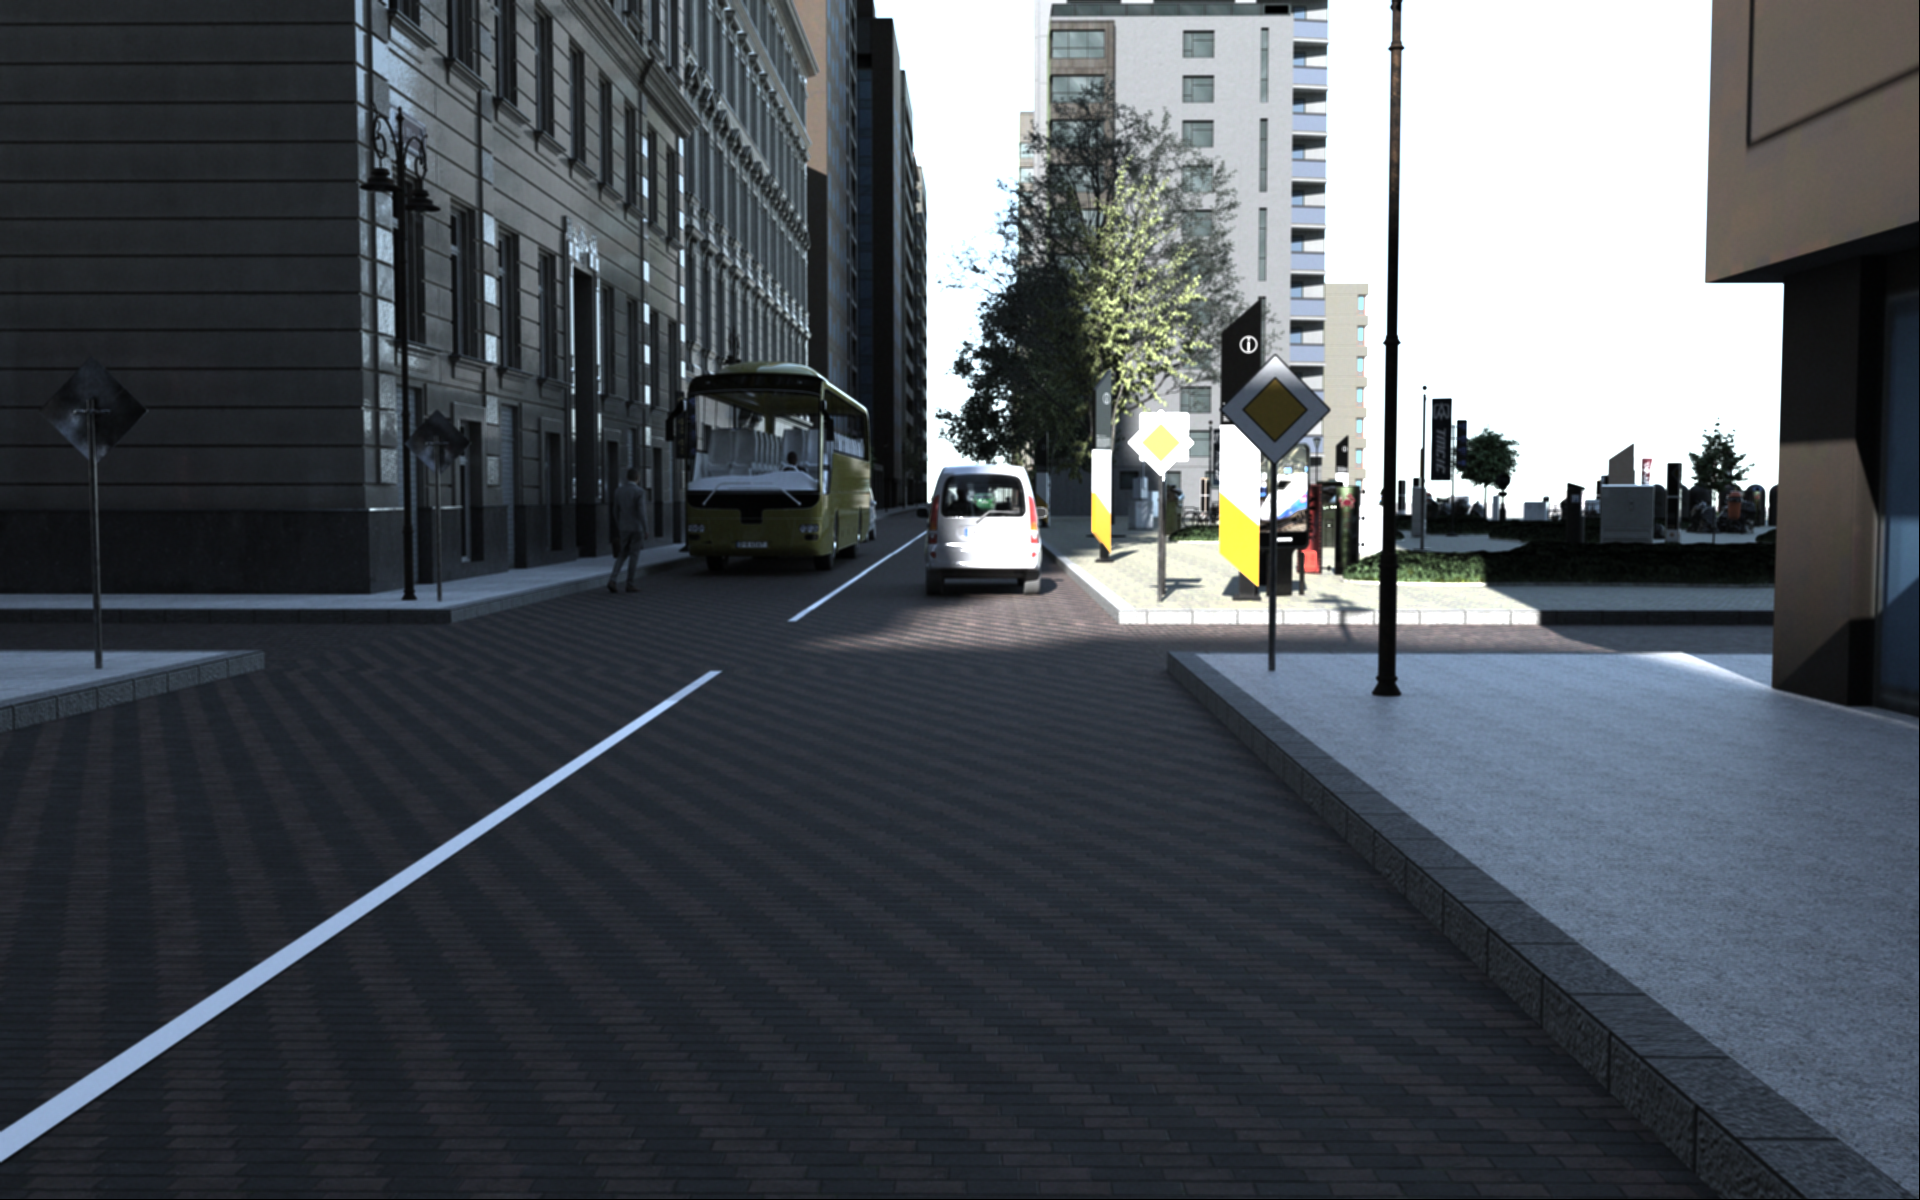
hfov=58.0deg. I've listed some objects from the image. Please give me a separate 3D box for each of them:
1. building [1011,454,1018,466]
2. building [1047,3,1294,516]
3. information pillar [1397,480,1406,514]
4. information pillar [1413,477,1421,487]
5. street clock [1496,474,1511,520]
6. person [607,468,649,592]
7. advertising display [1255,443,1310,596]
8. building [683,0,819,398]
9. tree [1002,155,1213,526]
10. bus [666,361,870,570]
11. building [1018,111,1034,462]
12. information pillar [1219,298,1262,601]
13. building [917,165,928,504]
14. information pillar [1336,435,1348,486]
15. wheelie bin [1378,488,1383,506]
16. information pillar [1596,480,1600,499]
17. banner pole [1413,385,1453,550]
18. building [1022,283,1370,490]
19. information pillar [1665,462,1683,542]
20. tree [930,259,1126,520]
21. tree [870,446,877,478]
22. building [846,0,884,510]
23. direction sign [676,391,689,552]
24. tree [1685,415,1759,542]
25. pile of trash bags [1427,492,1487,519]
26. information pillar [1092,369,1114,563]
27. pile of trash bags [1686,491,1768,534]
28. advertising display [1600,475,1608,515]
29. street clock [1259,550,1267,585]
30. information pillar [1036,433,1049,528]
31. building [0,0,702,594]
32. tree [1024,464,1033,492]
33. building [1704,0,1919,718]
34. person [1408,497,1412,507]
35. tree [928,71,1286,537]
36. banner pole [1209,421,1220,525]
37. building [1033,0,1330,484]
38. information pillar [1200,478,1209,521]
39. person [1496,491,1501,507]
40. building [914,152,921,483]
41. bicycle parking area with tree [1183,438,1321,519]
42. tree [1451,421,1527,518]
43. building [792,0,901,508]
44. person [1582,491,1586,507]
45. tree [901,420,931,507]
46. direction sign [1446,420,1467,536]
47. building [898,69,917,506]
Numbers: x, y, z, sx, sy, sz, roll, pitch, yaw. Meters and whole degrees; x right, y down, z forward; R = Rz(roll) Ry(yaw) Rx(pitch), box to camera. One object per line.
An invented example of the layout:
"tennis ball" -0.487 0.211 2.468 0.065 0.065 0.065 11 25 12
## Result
"building" 20.264 -22.316 209.912 27.650 21.520 28.899 0 4 1
"building" 12.266 -20.461 106.233 14.160 30.474 14.107 0 4 1
"information pillar" 22.763 -5.185 89.263 0.304 2.012 0.304 -3 5 -43
"information pillar" 20.148 -4.401 76.449 0.304 2.012 0.304 2 4 25
"street clock" 19.357 -3.498 61.764 0.471 2.002 0.358 -1 4 -11
"person" -4.820 -1.023 25.348 0.709 1.813 0.853 1 4 22
"advertising display" 4.019 -1.011 21.752 0.974 1.923 0.123 -3 4 -37
"building" -15.824 -17.835 68.014 17.030 29.872 44.131 0 4 1
"tree" 3.402 -5.408 38.777 4.737 8.622 4.395 0 3 0
"bus" -3.522 -2.708 35.818 2.896 3.916 12.252 0 4 1
"building" 13.279 -30.847 187.947 14.154 41.232 14.086 0 4 1
"information pillar" 3.383 -1.802 20.825 0.504 3.616 0.183 0 4 8
"building" -15.554 -37.859 242.695 21.300 48.544 21.600 0 4 1
"information pillar" 15.169 -4.734 68.758 0.504 3.616 0.183 -1 4 -9
"wheelie bin" 23.469 -5.337 95.161 0.980 1.594 0.693 -1 4 -21
"information pillar" 32.981 -5.185 89.261 0.304 2.012 0.304 -2 4 -33
"banner pole" 10.871 -3.042 39.750 0.863 3.779 0.401 2 4 26
"building" 19.765 -19.038 156.317 27.650 21.520 28.899 0 4 1
"information pillar" 16.602 -2.189 40.290 0.304 2.012 0.304 2 4 31
"tree" 3.696 -10.223 84.158 9.611 12.733 9.660 0 3 0
"tree" -6.048 -6.700 93.261 4.285 4.588 4.351 0 3 0
"building" -16.895 -43.121 143.282 20.563 71.187 20.611 0 4 1
"direction sign" -6.076 -2.843 38.476 0.379 3.537 0.876 1 4 19
"tree" 18.564 -2.914 42.245 1.663 3.219 1.824 0 3 0
"pile of trash bags" 23.112 -4.403 81.749 3.447 1.369 1.912 -2 4 -26
"information pillar" 2.662 -2.512 32.424 0.183 3.616 0.504 3 5 43
"pile of trash bags" 25.157 -2.886 56.936 1.912 1.369 3.447 1 4 12
"advertising display" 21.803 -3.268 58.653 0.123 1.923 0.974 1 4 13
"street clock" 4.322 -1.213 24.407 0.358 2.002 0.471 -1 4 -18
"information pillar" 3.149 -4.581 66.259 0.504 3.616 0.183 2 4 31
"building" -13.025 -14.449 33.498 12.463 27.353 25.104 0 4 1
"tree" 3.985 -6.930 107.900 1.663 3.219 1.824 0 3 0
"building" 11.838 -21.603 3.316 14.600 45.320 14.200 0 4 1
"person" 45.631 -9.952 174.441 0.991 1.433 0.599 0 4 -4
"tree" 4.243 -8.627 51.418 12.009 13.543 11.850 0 3 0
"banner pole" 8.646 -4.208 58.824 0.401 3.779 0.863 -2 4 -31
"building" 15.867 -35.746 126.452 21.231 58.520 28.212 0 4 1
"information pillar" 11.478 -4.687 81.124 0.304 2.012 0.304 -3 5 -42
"person" 54.118 -10.081 174.037 1.217 1.735 0.721 3 5 40
"building" -16.214 -34.381 216.752 22.147 44.769 28.867 0 4 1
"bicycle parking area with tree" 15.710 -6.178 88.007 8.231 4.147 9.016 0 4 2
"tree" 23.578 -5.725 77.315 4.285 4.588 4.351 0 3 0
"building" -12.726 -31.276 161.469 14.600 45.320 14.200 0 4 1
"person" 63.517 -10.235 176.505 0.621 1.740 0.551 0 4 -2
"tree" -5.165 -13.604 172.782 4.360 8.622 3.978 0 3 0
"direction sign" 14.984 -3.709 52.640 0.876 3.537 0.379 -1 4 -12
"building" -16.153 -34.670 190.553 21.300 48.544 21.600 0 4 1
